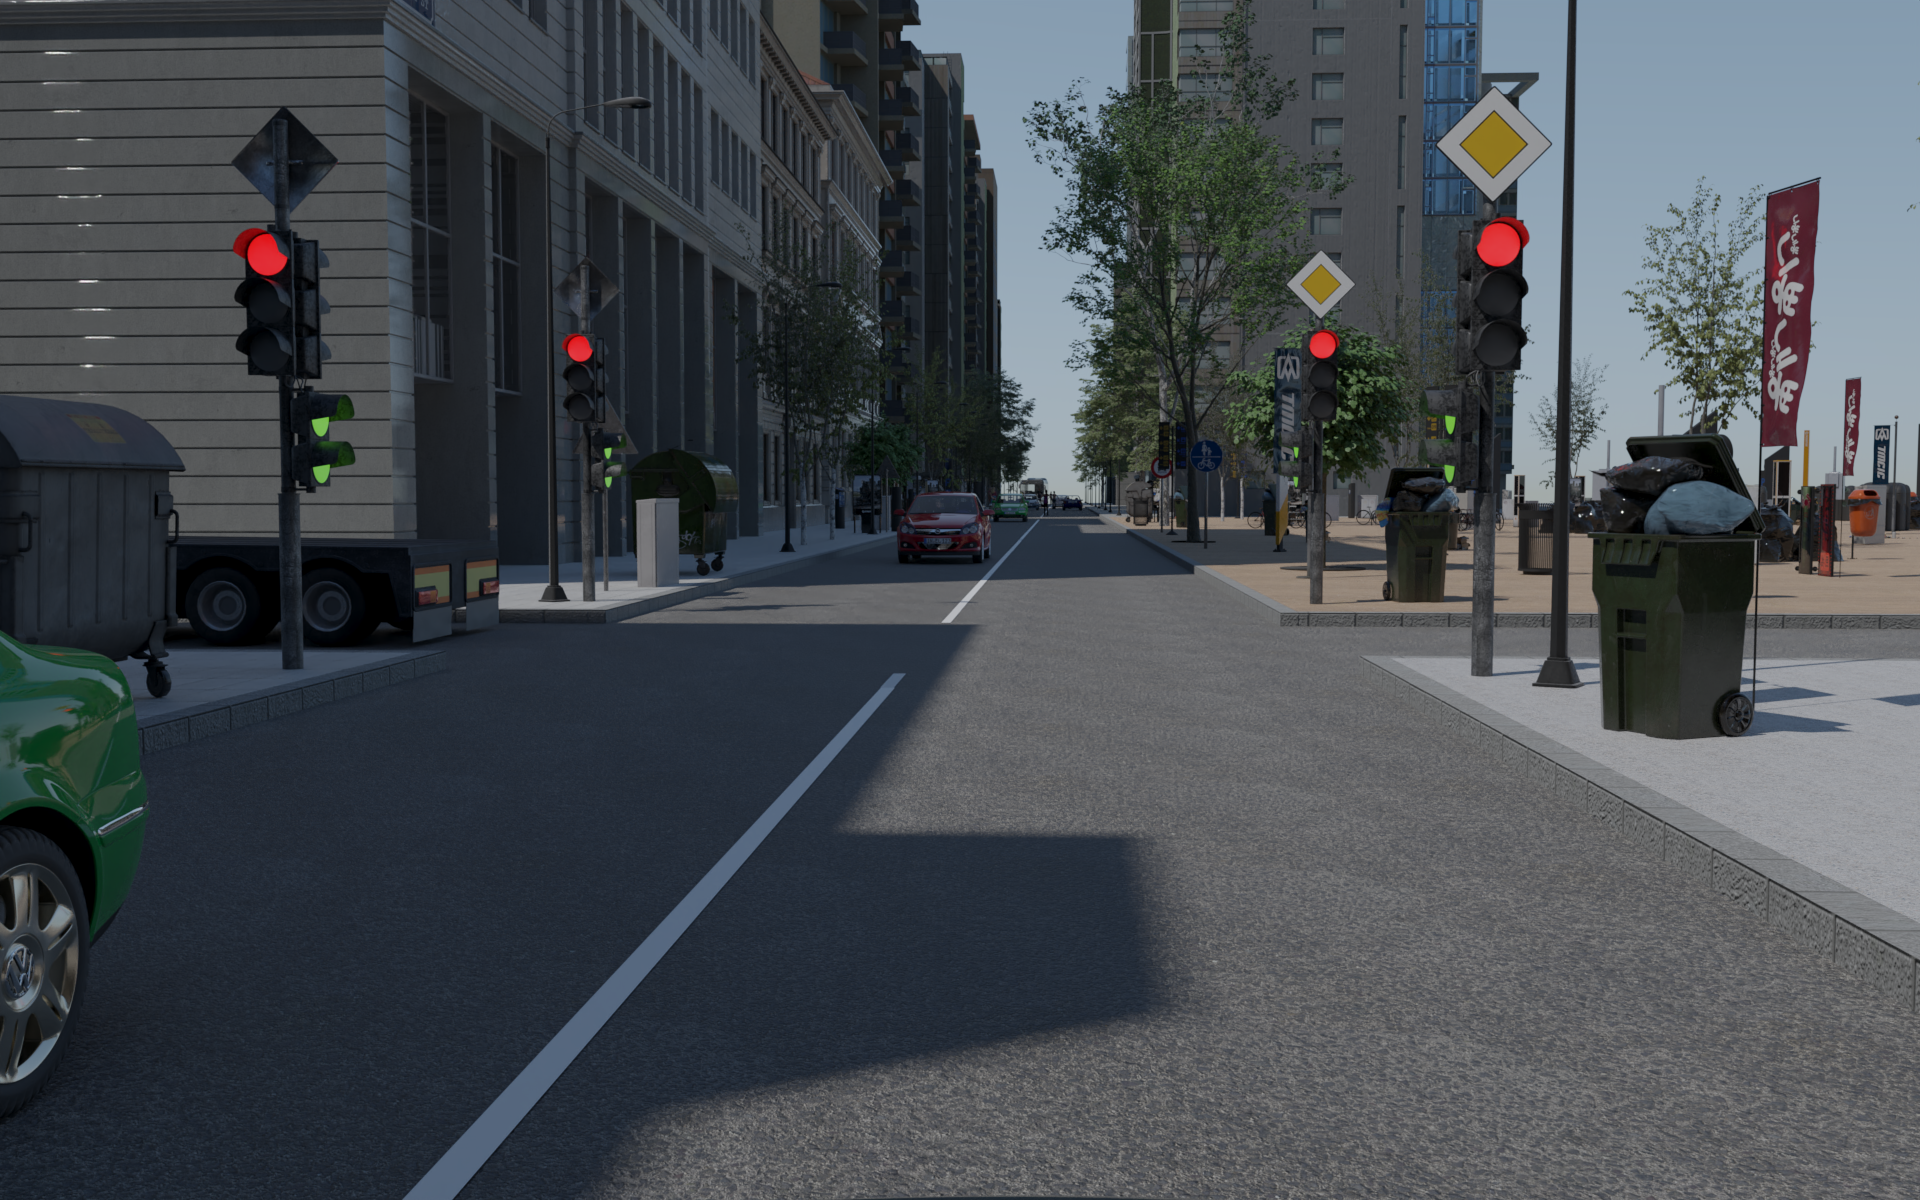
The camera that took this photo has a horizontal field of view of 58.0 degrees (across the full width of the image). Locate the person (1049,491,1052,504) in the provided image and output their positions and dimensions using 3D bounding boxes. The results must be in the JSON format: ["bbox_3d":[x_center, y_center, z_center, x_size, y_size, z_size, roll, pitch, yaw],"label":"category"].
[{"bbox_3d":[12.687,-14.211,240.859,1.348,1.822,0.705,-2,4,-35],"label":"person"}]

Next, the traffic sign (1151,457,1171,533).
[{"bbox_3d":[6.726,-3.520,57.651,0.768,2.556,0.104,1,4,13],"label":"traffic sign"}]

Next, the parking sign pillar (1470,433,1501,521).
[{"bbox_3d":[23.197,-5.384,76.504,1.447,3.967,1.447,-1,4,-20],"label":"parking sign pillar"}]

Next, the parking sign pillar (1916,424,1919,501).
[{"bbox_3d":[37.275,-4.783,66.679,1.447,3.967,1.447,-3,5,-44],"label":"parking sign pillar"}]

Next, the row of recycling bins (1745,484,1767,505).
[{"bbox_3d":[33.093,-4.065,73.577,3.534,1.692,1.069,-3,4,-38],"label":"row of recycling bins"}]

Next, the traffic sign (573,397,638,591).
[{"bbox_3d":[-4.681,-1.397,22.841,0.884,2.594,0.081,0,4,6],"label":"traffic sign"}]

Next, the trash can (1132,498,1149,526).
[{"bbox_3d":[7.270,-3.546,69.635,0.748,1.137,0.748,0,3,0],"label":"trash can"}]

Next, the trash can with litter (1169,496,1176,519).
[{"bbox_3d":[10.912,-4.860,90.511,1.678,1.210,2.233,-2,4,-29],"label":"trash can with litter"}]

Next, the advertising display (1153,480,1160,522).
[{"bbox_3d":[9.207,-4.551,79.629,0.123,1.923,0.974,-2,4,-30],"label":"advertising display"}]

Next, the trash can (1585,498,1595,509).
[{"bbox_3d":[25.538,-3.603,70.558,0.748,1.137,0.748,0,3,0],"label":"trash can"}]

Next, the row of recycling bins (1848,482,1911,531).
[{"bbox_3d":[32.206,-3.251,60.274,3.534,1.692,1.069,-3,5,-45],"label":"row of recycling bins"}]

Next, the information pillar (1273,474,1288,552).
[{"bbox_3d":[7.132,-2.874,38.345,0.183,3.616,0.504,2,4,33],"label":"information pillar"}]

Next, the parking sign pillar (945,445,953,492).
[{"bbox_3d":[-0.617,-6.464,94.154,1.447,3.967,1.447,0,4,2],"label":"parking sign pillar"}]

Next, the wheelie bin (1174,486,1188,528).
[{"bbox_3d":[8.571,-3.558,66.088,0.980,1.594,0.693,-2,4,-35],"label":"wheelie bin"}]

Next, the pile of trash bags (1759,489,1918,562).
[{"bbox_3d":[16.304,-1.456,33.555,3.447,1.369,1.912,-1,4,-15],"label":"pile of trash bags"}]

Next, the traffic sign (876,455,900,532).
[{"bbox_3d":[-2.450,-3.539,57.861,0.884,2.594,0.081,1,4,10],"label":"traffic sign"}]

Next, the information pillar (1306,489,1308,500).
[{"bbox_3d":[18.233,-6.036,90.036,0.504,3.616,0.183,-1,4,-15],"label":"information pillar"}]

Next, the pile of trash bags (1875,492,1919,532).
[{"bbox_3d":[35.172,-3.241,62.745,1.912,1.369,3.447,0,4,-3],"label":"pile of trash bags"}]

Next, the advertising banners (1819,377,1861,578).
[{"bbox_3d":[13.486,-1.879,26.912,0.090,3.025,2.074,0,4,4],"label":"advertising banners"}]

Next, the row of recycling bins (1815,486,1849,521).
[{"bbox_3d":[42.338,-4.686,83.723,1.069,1.692,3.534,0,4,-2],"label":"row of recycling bins"}]

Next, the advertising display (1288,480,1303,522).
[{"bbox_3d":[15.479,-4.616,80.685,0.974,1.923,0.123,1,4,22],"label":"advertising display"}]

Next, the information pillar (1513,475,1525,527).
[{"bbox_3d":[21.521,-3.802,66.658,0.304,2.012,0.304,-1,4,-20],"label":"information pillar"}]

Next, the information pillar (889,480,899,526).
[{"bbox_3d":[-2.668,-3.996,69.819,0.304,2.012,0.304,3,4,37],"label":"information pillar"}]

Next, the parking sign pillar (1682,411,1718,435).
[{"bbox_3d":[23.458,-4.087,55.295,1.447,3.967,1.447,-1,4,-13],"label":"parking sign pillar"}]

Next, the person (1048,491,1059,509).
[{"bbox_3d":[8.916,-9.522,164.897,1.217,1.736,0.721,-2,4,-26],"label":"person"}]

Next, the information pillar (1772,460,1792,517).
[{"bbox_3d":[17.907,-2.035,37.765,0.304,2.012,0.304,1,4,12],"label":"information pillar"}]

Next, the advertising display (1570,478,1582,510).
[{"bbox_3d":[24.069,-3.860,68.325,0.974,1.923,0.123,-1,4,-18],"label":"advertising display"}]

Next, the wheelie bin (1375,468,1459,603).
[{"bbox_3d":[5.469,-0.778,20.621,0.980,1.594,0.693,0,4,-4],"label":"wheelie bin"}]

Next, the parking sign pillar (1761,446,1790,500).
[{"bbox_3d":[42.951,-6.288,91.273,1.447,3.967,1.447,0,4,-3],"label":"parking sign pillar"}]

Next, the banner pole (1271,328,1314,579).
[{"bbox_3d":[5.100,-2.213,26.203,0.863,3.779,0.401,-1,4,-16],"label":"banner pole"}]

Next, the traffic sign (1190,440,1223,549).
[{"bbox_3d":[5.771,-2.477,40.601,0.768,2.556,0.104,1,4,12],"label":"traffic sign"}]

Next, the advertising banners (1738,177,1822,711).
[{"bbox_3d":[4.641,-0.885,10.665,0.090,3.025,2.074,0,4,-5],"label":"advertising banners"}]

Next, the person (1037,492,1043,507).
[{"bbox_3d":[7.755,-9.658,167.872,0.593,1.643,0.415,-3,5,-40],"label":"person"}]

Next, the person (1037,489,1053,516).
[{"bbox_3d":[5.690,-6.502,115.495,1.217,1.739,0.721,-2,4,-30],"label":"person"}]

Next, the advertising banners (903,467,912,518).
[{"bbox_3d":[-2.837,-5.968,93.770,0.090,3.025,2.074,-1,4,-13],"label":"advertising banners"}]

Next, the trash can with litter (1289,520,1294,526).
[{"bbox_3d":[13.136,-3.593,70.125,0.624,1.170,1.055,-2,4,-31],"label":"trash can with litter"}]

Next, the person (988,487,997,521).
[{"bbox_3d":[1.725,-5.222,93.855,0.580,1.828,0.573,2,4,31],"label":"person"}]

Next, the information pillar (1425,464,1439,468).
[{"bbox_3d":[10.578,-2.096,38.767,0.304,2.012,0.304,0,4,5],"label":"information pillar"}]

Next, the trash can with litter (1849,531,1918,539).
[{"bbox_3d":[26.972,-2.428,50.748,1.678,1.210,2.233,1,4,17],"label":"trash can with litter"}]

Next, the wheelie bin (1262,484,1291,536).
[{"bbox_3d":[9.722,-2.785,53.436,0.980,1.594,0.693,-2,4,-33],"label":"wheelie bin"}]

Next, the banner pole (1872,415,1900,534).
[{"bbox_3d":[29.510,-3.984,55.162,0.863,3.779,0.401,3,4,36],"label":"banner pole"}]

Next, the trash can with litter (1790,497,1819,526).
[{"bbox_3d":[34.730,-3.673,71.433,1.055,1.170,0.624,2,4,26],"label":"trash can with litter"}]

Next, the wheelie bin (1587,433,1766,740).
[{"bbox_3d":[3.822,-0.084,9.274,0.693,1.594,0.980,-2,4,-24],"label":"wheelie bin"}]

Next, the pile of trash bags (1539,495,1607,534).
[{"bbox_3d":[20.663,-2.893,57.060,3.447,1.369,1.912,-3,5,-41],"label":"pile of trash bags"}]

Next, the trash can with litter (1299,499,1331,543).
[{"bbox_3d":[9.360,-2.089,45.543,0.624,1.170,1.055,2,4,30],"label":"trash can with litter"}]

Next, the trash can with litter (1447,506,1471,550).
[{"bbox_3d":[11.294,-1.743,39.882,0.624,1.170,1.055,3,5,44],"label":"trash can with litter"}]

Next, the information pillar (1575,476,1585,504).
[{"bbox_3d":[24.745,-3.955,69.157,0.304,2.012,0.304,0,4,-6],"label":"information pillar"}]

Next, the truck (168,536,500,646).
[{"bbox_3d":[-14.320,-1.713,17.775,18.799,4.110,2.967,0,4,4],"label":"truck"}]

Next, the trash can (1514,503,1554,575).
[{"bbox_3d":[9.197,-0.972,27.541,0.748,1.137,0.748,0,3,0],"label":"trash can"}]
